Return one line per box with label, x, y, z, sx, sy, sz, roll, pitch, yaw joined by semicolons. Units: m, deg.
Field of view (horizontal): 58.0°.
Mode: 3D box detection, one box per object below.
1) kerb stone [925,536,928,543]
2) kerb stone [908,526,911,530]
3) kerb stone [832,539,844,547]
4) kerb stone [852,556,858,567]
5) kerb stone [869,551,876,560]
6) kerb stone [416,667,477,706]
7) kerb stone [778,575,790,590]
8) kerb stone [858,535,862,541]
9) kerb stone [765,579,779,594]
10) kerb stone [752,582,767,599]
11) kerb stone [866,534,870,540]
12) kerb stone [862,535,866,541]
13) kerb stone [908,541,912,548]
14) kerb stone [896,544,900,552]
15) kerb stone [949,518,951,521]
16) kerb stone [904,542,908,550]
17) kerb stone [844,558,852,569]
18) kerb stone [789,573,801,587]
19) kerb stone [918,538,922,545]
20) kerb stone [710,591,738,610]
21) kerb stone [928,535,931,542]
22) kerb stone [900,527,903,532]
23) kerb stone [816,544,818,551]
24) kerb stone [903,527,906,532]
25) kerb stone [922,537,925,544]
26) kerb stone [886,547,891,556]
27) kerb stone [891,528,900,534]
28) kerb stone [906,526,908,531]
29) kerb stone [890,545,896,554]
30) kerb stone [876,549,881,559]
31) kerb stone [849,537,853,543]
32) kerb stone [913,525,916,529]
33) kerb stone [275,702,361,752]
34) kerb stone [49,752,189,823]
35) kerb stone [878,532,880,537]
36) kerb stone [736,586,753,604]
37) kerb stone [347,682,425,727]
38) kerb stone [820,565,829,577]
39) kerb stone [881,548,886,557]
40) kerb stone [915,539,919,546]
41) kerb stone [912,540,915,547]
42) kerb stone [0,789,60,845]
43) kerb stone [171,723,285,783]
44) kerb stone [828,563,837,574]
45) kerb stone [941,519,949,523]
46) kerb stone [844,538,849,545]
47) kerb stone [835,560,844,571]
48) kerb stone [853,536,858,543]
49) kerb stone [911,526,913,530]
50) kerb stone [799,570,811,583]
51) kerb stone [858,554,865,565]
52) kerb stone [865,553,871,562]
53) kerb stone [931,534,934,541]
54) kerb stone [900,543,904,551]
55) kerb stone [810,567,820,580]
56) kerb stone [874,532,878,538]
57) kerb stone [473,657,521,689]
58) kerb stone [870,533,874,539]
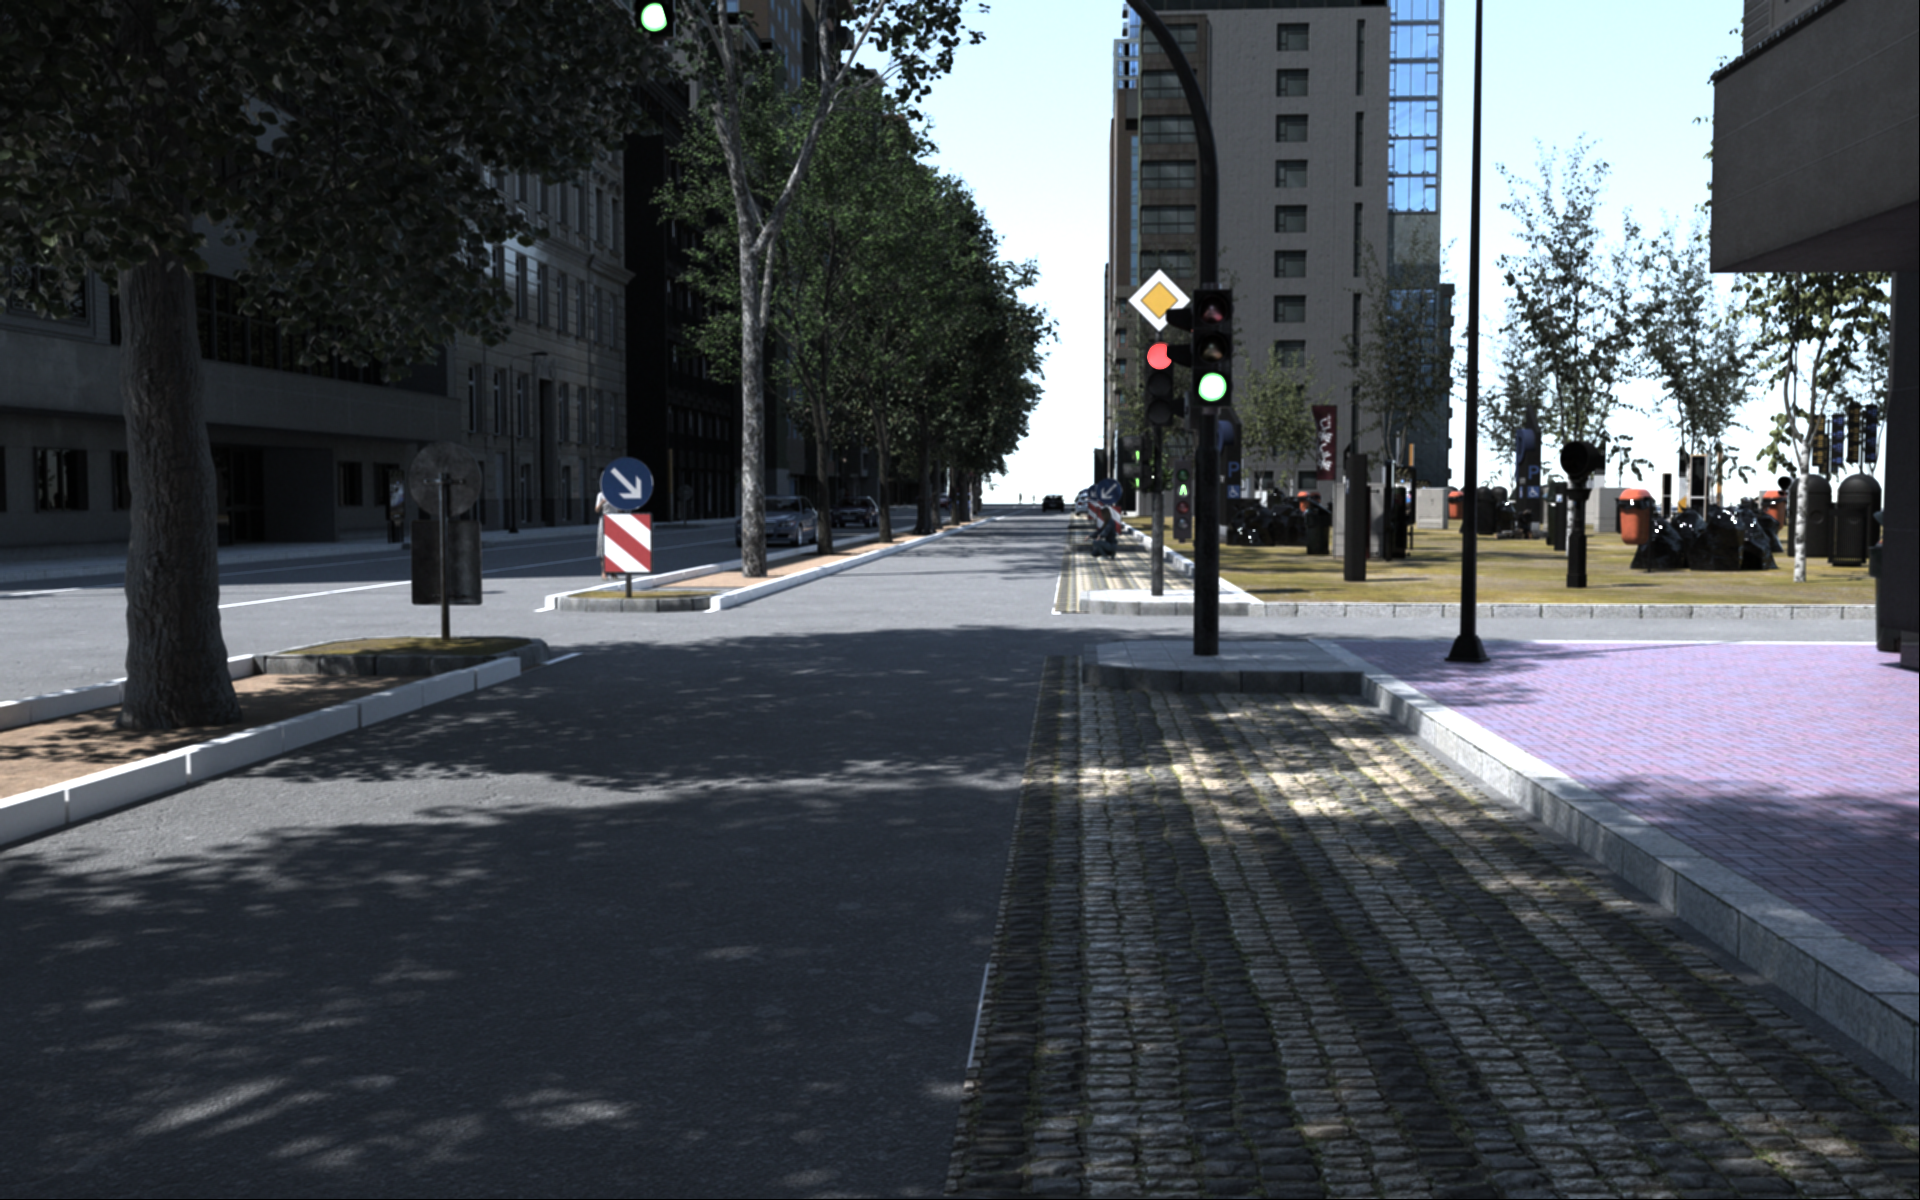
kerb stone;-1.102;-1.733;50.538;0.120;0.150;1.000;0;4;4
kerb stone;-2.108;-2.746;67.092;0.120;0.150;1.000;0;4;4
kerb stone;-3.394;-1.559;47.690;0.120;0.150;1.000;0;4;4
kerb stone;-2.182;-0.734;34.199;0.120;0.150;1.000;0;4;4
kerb stone;-1.980;-0.921;37.258;0.120;0.150;1.000;0;4;4
kerb stone;-3.643;0.613;12.168;0.120;0.150;1.000;0;4;4
kerb stone;-2.726;-0.233;26.005;0.120;0.150;1.000;0;4;4
kerb stone;-3.125;-1.809;51.778;0.120;0.150;1.000;0;4;4
kerb stone;-2.794;-0.171;24.985;0.120;0.150;1.000;0;4;4
kerb stone;-2.857;-0.108;23.958;0.120;0.150;1.000;0;4;4
kerb stone;-2.985;-1.934;53.823;0.120;0.150;1.000;0;4;4
kerb stone;-3.052;-1.872;52.797;0.120;0.150;1.000;0;4;4
kerb stone;-1.436;-1.417;45.434;0.120;0.150;1.000;0;4;4
kerb stone;-1.644;-1.234;42.363;0.120;0.150;1.000;0;4;4
kerb stone;-0.702;-4.057;88.545;0.120;0.150;1.000;0;4;4
kerb stone;-1.510;-1.359;44.407;0.120;0.150;1.000;0;4;4
kerb stone;-2.245;-0.671;33.169;0.120;0.150;1.000;0;4;4
kerb stone;-2.660;-0.296;27.030;0.120;0.150;1.000;0;4;4
kerb stone;-1.232;-1.609;48.499;0.120;0.150;1.000;0;4;4
kerb stone;-2.994;0.017;21.910;0.120;0.150;1.000;0;4;4
kerb stone;-1.039;-1.796;51.558;0.120;0.150;1.000;0;4;4
kerb stone;-2.315;-2.558;64.033;0.120;0.150;1.000;0;4;4
kerb stone;-3.664;-1.308;43.589;0.120;0.150;1.000;0;4;4
kerb stone;-2.241;-2.620;65.052;0.120;0.150;1.000;0;4;4
kerb stone;-1.170;-1.671;49.519;0.120;0.150;1.000;0;4;4
kerb stone;-1.778;-1.107;40.320;0.120;0.150;1.000;0;4;4
kerb stone;-2.381;-2.496;63.013;0.120;0.150;1.000;0;4;4
kerb stone;-2.179;-2.684;66.072;0.120;0.150;1.000;0;4;4
kerb stone;-1.707;-1.171;41.343;0.120;0.150;1.000;0;4;4
kerb stone;-1.913;-0.984;38.281;0.120;0.150;1.000;0;4;4
kerb stone;-3.259;-1.684;49.733;0.120;0.150;1.000;0;4;4
kerb stone;-1.977;-2.871;69.138;0.120;0.150;1.000;0;4;4
kerb stone;-3.781;0.746;10.117;0.120;0.150;1.000;0;4;4
kerb stone;-3.909;0.867;8.049;0.120;0.150;1.000;0;4;4
kerb stone;-2.781;-2.122;56.885;0.120;0.150;1.000;0;4;4
kerb stone;-2.925;-0.045;22.938;0.120;0.150;1.000;0;4;4
kerb stone;-3.703;0.676;11.138;0.120;0.150;1.000;0;4;4
kerb stone;-2.452;-0.483;30.098;0.120;0.150;1.000;0;4;4
kerb stone;-1.851;-1.046;39.301;0.120;0.150;1.000;0;4;4
kerb stone;-1.304;-1.541;47.479;0.120;0.150;1.000;0;4;4
kerb stone;-1.378;-1.479;46.460;0.120;0.150;1.000;0;4;4
kerb stone;-3.980;0.928;7.029;0.120;0.150;1.000;0;4;4
kerb stone;-3.841;0.802;9.089;0.120;0.150;1.000;0;4;4
kerb stone;-2.385;-0.543;31.118;0.120;0.150;1.000;0;4;4
kerb stone;-0.763;-3.996;87.522;0.120;0.150;1.000;0;4;4
kerb stone;-3.322;-1.622;48.712;0.120;0.150;1.000;0;4;4
kerb stone;-2.324;-0.606;32.149;0.120;0.150;1.000;0;4;4
kerb stone;-3.186;-1.744;50.757;0.120;0.150;1.000;0;4;4
kerb stone;-2.046;-2.808;68.112;0.120;0.150;1.000;0;4;4
kerb stone;-2.588;-0.358;28.050;0.120;0.150;1.000;0;4;4
kerb stone;-2.114;-0.793;35.219;0.120;0.150;1.000;0;4;4
kerb stone;-2.043;-0.859;36.238;0.120;0.150;1.000;0;4;4
kerb stone;-0.968;-1.858;52.578;0.120;0.150;1.000;0;4;4
kerb stone;-1.579;-1.296;43.387;0.120;0.150;1.000;0;4;4
kerb stone;-2.525;-0.419;29.078;0.120;0.150;1.000;0;4;4
kerb stone;-2.857;-2.059;55.866;0.120;0.150;1.000;0;4;4
kerb stone;-3.565;0.558;13.188;0.120;0.150;1.000;0;4;4
kerb stone;-2.920;-1.994;54.846;0.120;0.150;1.000;0;4;4
